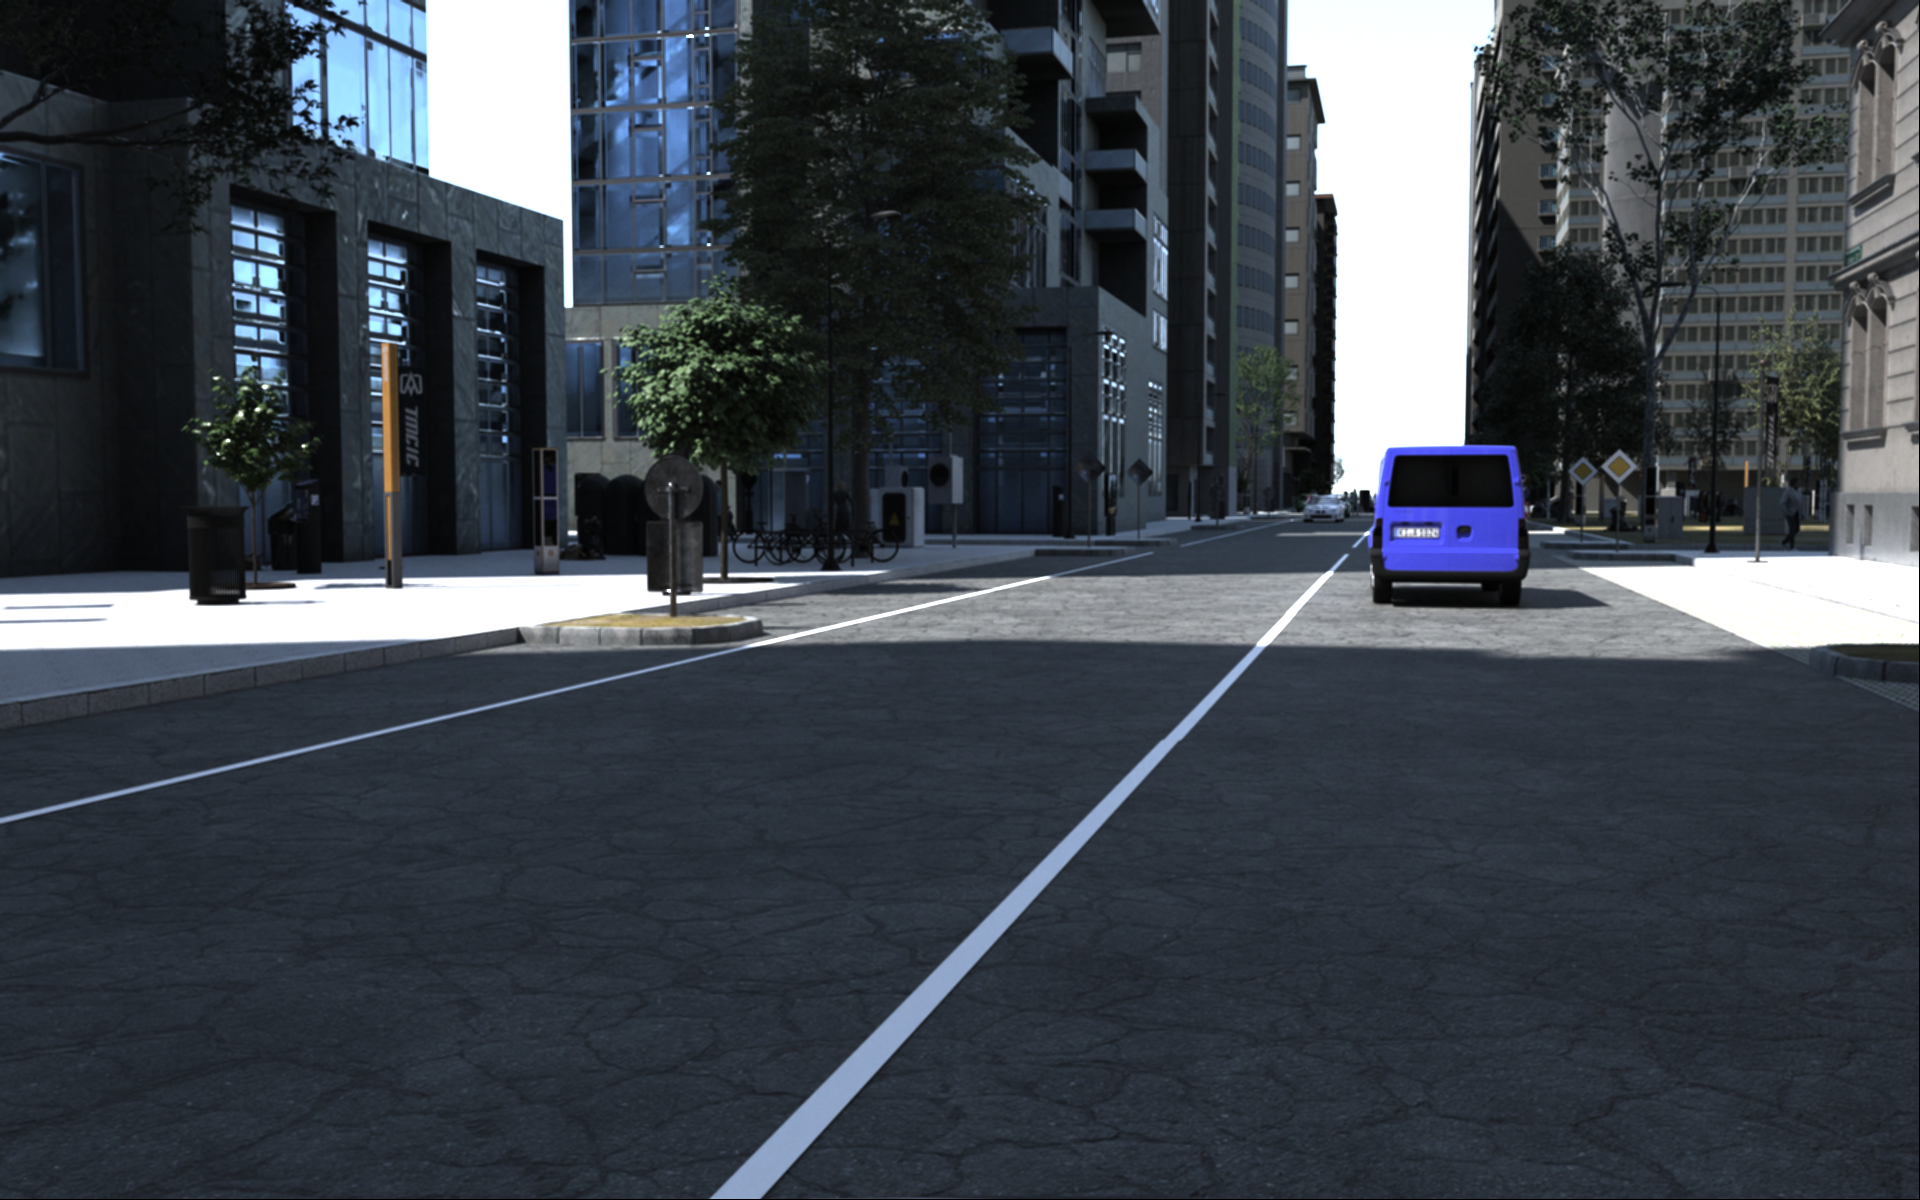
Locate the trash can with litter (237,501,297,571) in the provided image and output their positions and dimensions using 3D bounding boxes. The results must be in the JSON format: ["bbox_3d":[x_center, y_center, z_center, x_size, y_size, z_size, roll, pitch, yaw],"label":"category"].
[{"bbox_3d":[-11.589,-1.082,29.080,1.055,1.170,0.624,-1,4,-18],"label":"trash can with litter"}]

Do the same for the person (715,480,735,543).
[{"bbox_3d":[-6.647,-2.468,48.864,0.620,1.820,0.660,-2,4,-33],"label":"person"}]

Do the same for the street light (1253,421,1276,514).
[{"bbox_3d":[19.278,-8.394,109.779,1.470,5.913,1.316,1,4,14],"label":"street light"}]

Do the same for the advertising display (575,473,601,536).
[{"bbox_3d":[-11.440,-2.943,53.330,0.123,1.923,0.974,3,4,37],"label":"advertising display"}]

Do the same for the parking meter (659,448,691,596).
[{"bbox_3d":[-3.623,-0.993,21.939,0.399,1.863,0.255,0,4,-5],"label":"parking meter"}]

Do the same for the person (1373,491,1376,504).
[{"bbox_3d":[59.350,-14.644,248.026,0.705,1.812,1.348,1,4,18],"label":"person"}]

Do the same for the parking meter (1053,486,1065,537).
[{"bbox_3d":[2.963,-2.655,51.820,0.372,1.533,0.369,0,3,0],"label":"parking meter"}]

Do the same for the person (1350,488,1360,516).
[{"bbox_3d":[26.162,-6.494,114.775,0.635,1.810,0.391,3,4,36],"label":"person"}]

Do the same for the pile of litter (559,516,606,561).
[{"bbox_3d":[-7.506,-1.230,34.079,1.176,0.858,1.719,0,4,2],"label":"pile of litter"}]

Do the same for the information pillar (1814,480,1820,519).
[{"bbox_3d":[44.278,-5.192,89.383,0.304,2.012,0.304,2,4,27],"label":"information pillar"}]

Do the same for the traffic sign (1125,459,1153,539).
[{"bbox_3d":[5.063,-2.772,48.970,0.795,2.450,0.064,1,4,14],"label":"traffic sign"}]

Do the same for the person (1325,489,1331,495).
[{"bbox_3d":[26.728,-7.177,125.857,1.348,1.822,0.705,-1,4,-15],"label":"person"}]

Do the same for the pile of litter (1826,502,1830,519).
[{"bbox_3d":[45.591,-4.683,90.527,1.719,0.858,1.176,-1,4,-22],"label":"pile of litter"}]

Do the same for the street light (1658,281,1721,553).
[{"bbox_3d":[15.943,-3.996,37.879,1.470,5.913,1.316,1,4,14],"label":"street light"}]

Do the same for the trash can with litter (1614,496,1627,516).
[{"bbox_3d":[40.192,-5.795,106.138,1.055,1.170,0.624,-2,4,-30],"label":"trash can with litter"}]

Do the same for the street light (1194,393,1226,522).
[{"bbox_3d":[11.538,-6.558,79.758,1.470,5.913,1.316,1,4,14],"label":"street light"}]

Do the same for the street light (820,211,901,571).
[{"bbox_3d":[-1.643,-3.436,28.714,1.470,5.913,1.316,1,4,14],"label":"street light"}]

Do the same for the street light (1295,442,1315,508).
[{"bbox_3d":[30.653,-11.143,154.723,1.470,5.913,1.316,1,4,14],"label":"street light"}]

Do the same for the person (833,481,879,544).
[{"bbox_3d":[-2.984,-2.462,48.970,1.509,1.804,0.699,1,4,20],"label":"person"}]

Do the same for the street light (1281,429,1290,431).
[{"bbox_3d":[22.959,-9.296,124.535,1.470,5.913,1.316,1,4,14],"label":"street light"}]

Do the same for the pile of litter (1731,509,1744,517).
[{"bbox_3d":[43.741,-5.019,96.031,1.176,0.858,1.719,-3,5,-43],"label":"pile of litter"}]

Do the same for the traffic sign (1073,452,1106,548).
[{"bbox_3d":[3.079,-2.299,41.234,0.795,2.450,0.064,1,4,14],"label":"traffic sign"}]

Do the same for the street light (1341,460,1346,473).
[{"bbox_3d":[50.989,-15.993,234.021,1.470,5.913,1.316,1,4,14],"label":"street light"}]

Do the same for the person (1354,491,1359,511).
[{"bbox_3d":[34.392,-8.690,150.586,0.705,1.823,1.348,0,4,-6],"label":"person"}]

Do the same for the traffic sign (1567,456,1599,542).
[{"bbox_3d":[16.532,-2.592,46.018,0.795,2.450,0.064,1,4,14],"label":"traffic sign"}]

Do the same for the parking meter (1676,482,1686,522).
[{"bbox_3d":[33.550,-4.585,80.673,0.399,1.863,0.255,-1,4,-13],"label":"parking meter"}]

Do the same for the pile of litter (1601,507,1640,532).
[{"bbox_3d":[22.882,-2.803,59.787,1.176,0.858,1.719,0,4,-2],"label":"pile of litter"}]

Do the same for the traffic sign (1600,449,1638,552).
[{"bbox_3d":[14.548,-2.119,38.283,0.795,2.450,0.064,1,4,14],"label":"traffic sign"}]

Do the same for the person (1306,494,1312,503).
[{"bbox_3d":[25.652,-7.070,127.315,0.599,1.433,0.991,2,4,35],"label":"person"}]

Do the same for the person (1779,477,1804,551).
[{"bbox_3d":[20.392,-2.092,42.557,0.661,1.843,0.795,-1,4,-21],"label":"person"}]

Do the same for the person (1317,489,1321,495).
[{"bbox_3d":[28.454,-7.847,136.939,0.705,1.807,1.348,2,4,33],"label":"person"}]

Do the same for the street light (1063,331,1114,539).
[{"bbox_3d":[3.676,-4.707,49.504,1.470,5.913,1.316,1,4,14],"label":"street light"}]

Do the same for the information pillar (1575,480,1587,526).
[{"bbox_3d":[24.764,-3.950,69.081,0.304,2.012,0.304,-3,4,-38],"label":"information pillar"}]

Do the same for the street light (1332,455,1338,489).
[{"bbox_3d":[43.360,-14.147,203.851,1.470,5.913,1.316,1,4,14],"label":"street light"}]

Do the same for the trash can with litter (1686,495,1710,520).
[{"bbox_3d":[40.912,-5.283,97.433,2.233,1.210,1.678,-2,4,-31],"label":"trash can with litter"}]

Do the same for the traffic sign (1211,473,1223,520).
[{"bbox_3d":[12.746,-5.119,85.828,0.606,2.300,0.079,2,4,24],"label":"traffic sign"}]

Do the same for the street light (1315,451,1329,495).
[{"bbox_3d":[38.356,-12.979,184.752,1.470,5.913,1.316,1,4,14],"label":"street light"}]

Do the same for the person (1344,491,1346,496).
[{"bbox_3d":[41.967,-11.022,188.792,0.705,1.814,1.350,0,4,2],"label":"person"}]

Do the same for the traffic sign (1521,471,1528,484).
[{"bbox_3d":[31.208,-5.892,96.434,0.768,2.556,0.104,1,4,17],"label":"traffic sign"}]

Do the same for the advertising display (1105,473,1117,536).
[{"bbox_3d":[4.642,-2.944,53.353,0.123,1.923,0.974,1,4,20],"label":"advertising display"}]

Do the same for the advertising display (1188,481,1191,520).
[{"bbox_3d":[11.496,-4.990,86.793,0.123,1.923,0.974,0,4,5],"label":"advertising display"}]

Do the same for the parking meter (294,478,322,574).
[{"bbox_3d":[-10.520,-1.195,27.954,0.372,1.533,0.369,0,3,0],"label":"parking meter"}]
